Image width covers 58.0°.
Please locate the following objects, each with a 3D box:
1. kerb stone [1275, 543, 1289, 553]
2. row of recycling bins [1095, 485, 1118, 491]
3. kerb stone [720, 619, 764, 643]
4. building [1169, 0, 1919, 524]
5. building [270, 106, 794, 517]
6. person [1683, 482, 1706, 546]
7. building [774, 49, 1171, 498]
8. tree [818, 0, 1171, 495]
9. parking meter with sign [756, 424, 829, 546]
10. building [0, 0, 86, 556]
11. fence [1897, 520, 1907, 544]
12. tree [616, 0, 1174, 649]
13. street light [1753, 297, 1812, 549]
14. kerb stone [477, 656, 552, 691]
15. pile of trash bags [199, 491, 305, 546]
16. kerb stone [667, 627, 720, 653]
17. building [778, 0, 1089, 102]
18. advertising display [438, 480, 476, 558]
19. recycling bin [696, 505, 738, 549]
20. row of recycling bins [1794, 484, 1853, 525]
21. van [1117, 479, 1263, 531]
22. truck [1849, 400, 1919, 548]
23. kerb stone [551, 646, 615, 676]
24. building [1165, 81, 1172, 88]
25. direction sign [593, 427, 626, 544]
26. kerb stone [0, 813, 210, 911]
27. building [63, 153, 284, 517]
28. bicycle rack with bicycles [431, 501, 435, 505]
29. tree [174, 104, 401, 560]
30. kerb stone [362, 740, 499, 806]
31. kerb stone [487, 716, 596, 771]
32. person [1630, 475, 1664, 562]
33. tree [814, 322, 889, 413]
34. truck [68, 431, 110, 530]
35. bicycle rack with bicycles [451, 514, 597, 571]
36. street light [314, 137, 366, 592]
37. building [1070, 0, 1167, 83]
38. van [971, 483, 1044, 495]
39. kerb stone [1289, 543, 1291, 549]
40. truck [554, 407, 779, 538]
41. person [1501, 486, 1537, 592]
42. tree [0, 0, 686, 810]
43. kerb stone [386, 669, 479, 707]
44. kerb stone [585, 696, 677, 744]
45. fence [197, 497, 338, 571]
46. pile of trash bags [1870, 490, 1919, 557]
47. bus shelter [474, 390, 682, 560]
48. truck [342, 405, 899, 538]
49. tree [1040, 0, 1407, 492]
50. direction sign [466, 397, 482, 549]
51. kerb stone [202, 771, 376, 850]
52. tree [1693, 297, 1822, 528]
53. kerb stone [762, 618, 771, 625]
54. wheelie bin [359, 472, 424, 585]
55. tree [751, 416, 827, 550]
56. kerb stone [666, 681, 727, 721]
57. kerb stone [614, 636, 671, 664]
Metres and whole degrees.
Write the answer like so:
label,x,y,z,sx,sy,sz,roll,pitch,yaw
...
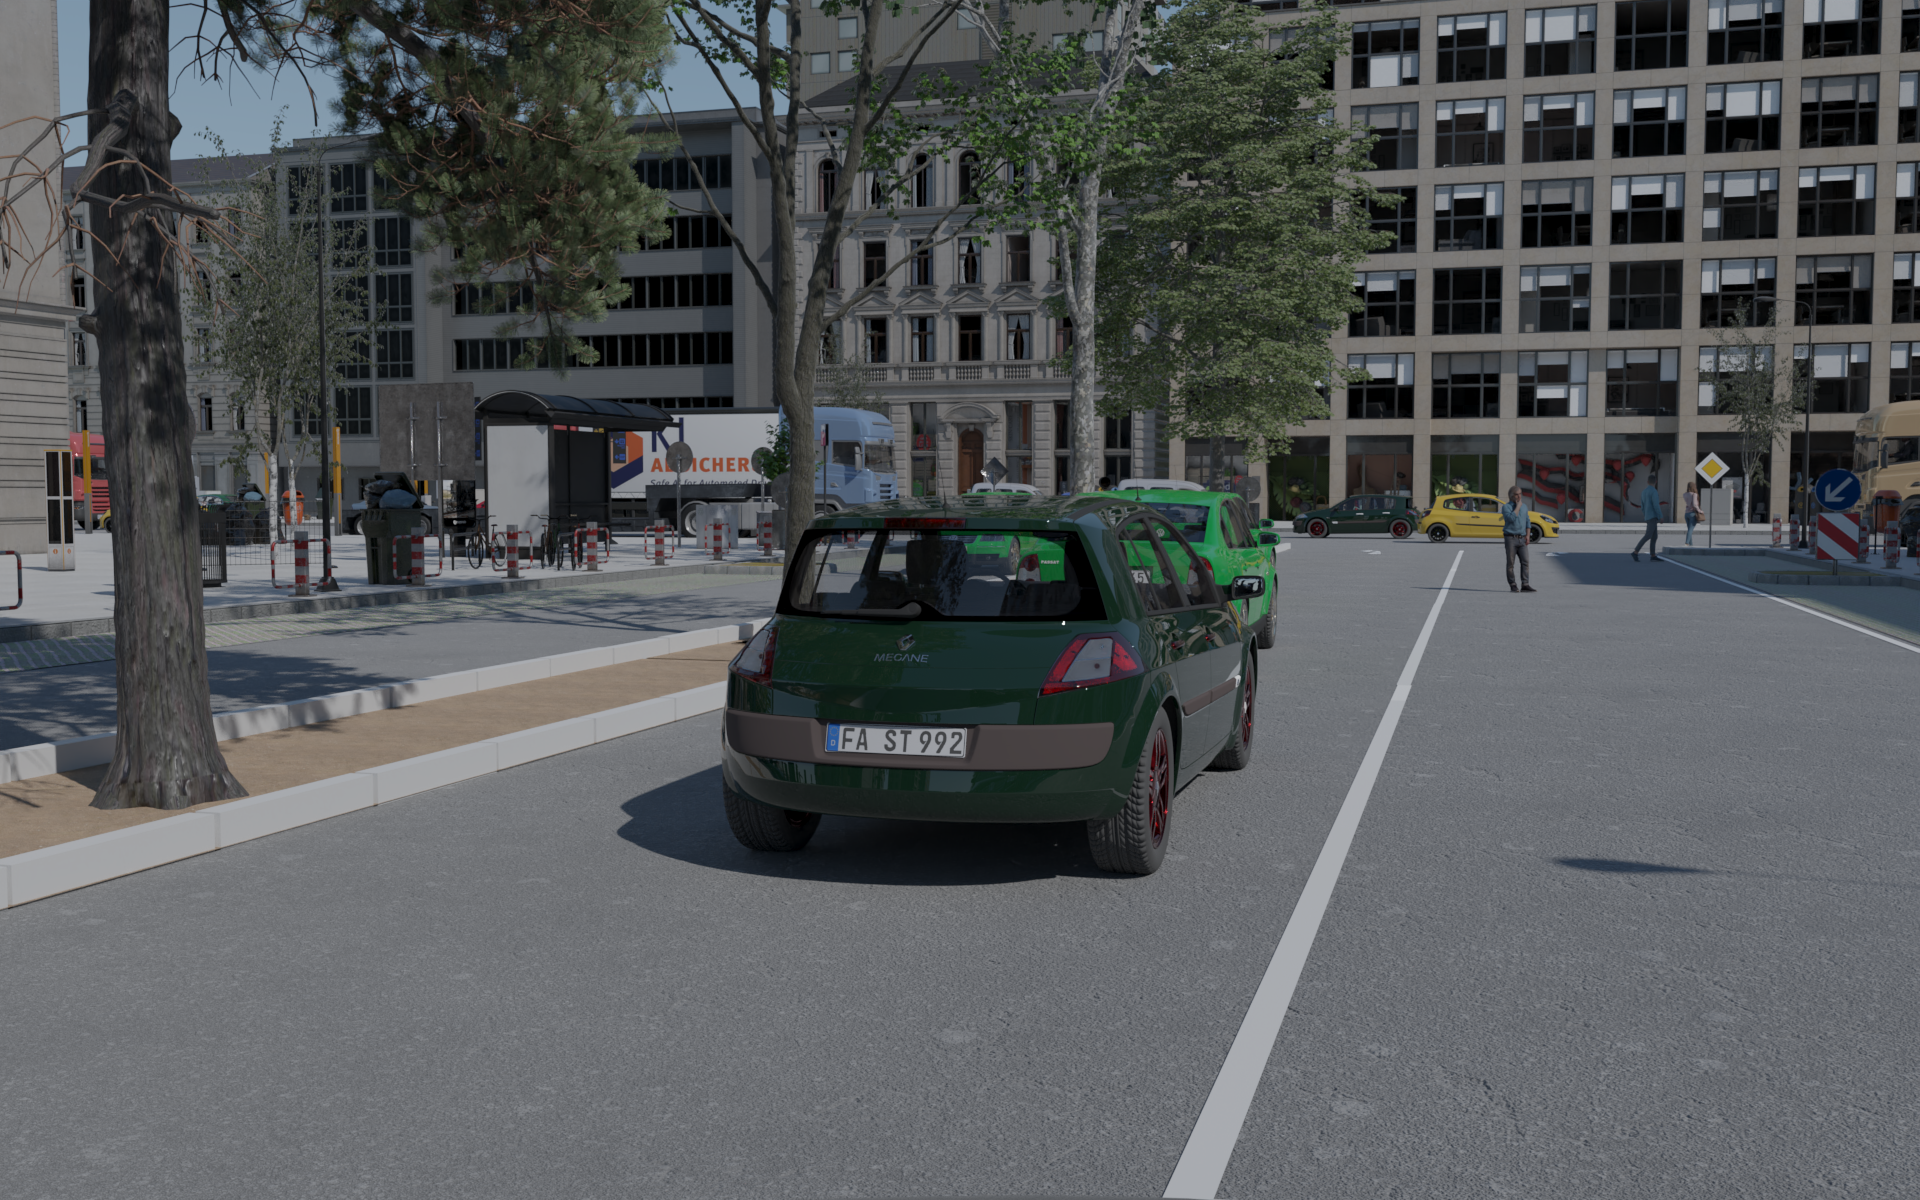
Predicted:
label,x,y,z,sx,sy,sz,roll,pitch,yaw
kerb stone,8.148,-1.324,43.843,0.120,0.150,1.000,1,4,17
row of recycling bins,7.347,-4.409,79.206,3.534,1.692,1.069,-1,4,-19
kerb stone,-2.203,0.326,16.962,0.120,0.150,1.000,1,4,17
building,28.876,-17.151,84.939,34.151,26.468,19.350,1,4,17
building,-22.273,-17.058,97.963,30.058,24.678,14.314,1,4,17
person,18.689,-2.154,44.303,0.643,1.750,0.593,-1,4,-20
building,1.842,-15.914,89.064,19.941,23.489,11.050,1,4,17
tree,0.947,-10.323,27.123,12.611,20.169,13.585,0,3,0
parking meter with sign,-4.146,-2.846,42.801,1.738,3.016,0.543,-1,4,-17
building,-30.257,-12.178,35.268,21.152,22.565,11.583,1,4,17
fence,22.053,-1.452,39.117,2.069,0.683,0.278,1,4,9
tree,-1.467,-5.361,15.869,9.928,11.665,9.643,0,3,0
street light,19.357,-4.173,40.778,1.470,5.913,1.316,1,4,17
kerb stone,-3.396,0.563,13.022,0.120,0.150,1.000,1,4,17
pile of trash bags,-18.174,-2.128,44.550,1.912,1.369,3.447,1,4,21
kerb stone,-2.507,0.380,15.983,0.120,0.150,1.000,1,4,17
building,-3.235,-36.388,184.175,27.495,52.752,28.713,1,4,17
advertising display,-10.221,-1.835,35.210,0.123,1.923,0.974,2,4,26
recycling bin,-5.679,-1.710,40.508,0.722,1.027,0.722,2,4,35
row of recycling bins,35.036,-3.845,69.986,1.069,1.692,3.534,0,4,-7
van,6.339,-2.515,48.132,4.112,2.044,2.013,1,4,15
truck,28.436,-3.390,44.341,11.283,4.237,2.839,1,4,16
kerb stone,-3.103,0.502,14.006,0.120,0.150,1.000,1,4,17
building,18.649,-32.699,184.737,14.200,45.320,14.600,1,4,17
direction sign,-8.955,-3.199,44.297,0.876,3.537,0.379,-2,4,-31
kerb stone,-3.193,0.962,6.488,0.120,0.150,1.000,1,4,17
building,-46.121,-15.507,102.683,18.267,20.994,9.793,1,4,17
bicycle rack with bicycles,-24.073,-4.224,82.442,2.925,0.926,2.852,3,5,44
tree,-13.296,-5.098,33.713,4.360,8.622,3.978,0,3,0
kerb stone,-2.588,0.841,8.454,0.120,0.150,1.000,1,4,17
kerb stone,-2.295,0.780,9.437,0.120,0.150,1.000,1,4,17
person,14.549,-1.730,36.653,0.748,1.841,0.638,1,4,8
tree,-4.759,-7.495,72.903,4.360,8.622,3.978,0,3,0
truck,-38.591,-4.937,69.639,11.283,4.237,2.839,1,4,16
bicycle rack with bicycles,-7.513,-1.021,30.083,2.852,0.926,2.925,0,3,0
street light,-7.820,-3.055,22.498,1.470,5.913,1.316,1,4,17
building,3.150,-34.568,154.425,28.713,52.752,27.495,1,4,17
van,2.413,-3.463,63.626,4.112,2.044,2.013,1,4,17
kerb stone,8.443,-1.385,44.842,0.120,0.150,1.000,1,4,17
truck,-10.187,-4.230,58.077,11.283,4.237,2.839,1,4,16
person,8.132,-0.888,25.231,0.499,1.552,0.429,0,4,8
tree,-3.782,-5.091,7.754,6.751,12.117,7.091,0,3,0
kerb stone,-3.692,0.621,12.036,0.120,0.150,1.000,1,4,17
kerb stone,-1.997,0.722,10.421,0.120,0.150,1.000,1,4,17
fence,-11.855,-1.122,29.555,2.264,1.192,0.480,-2,4,-30
pile of trash bags,20.066,-1.575,35.506,1.912,1.369,3.447,-1,4,-16
bus shelter,-7.959,-2.596,36.362,2.014,3.302,5.546,1,4,17
truck,-10.413,-3.891,53.378,18.799,4.110,2.967,1,4,17
tree,5.458,-7.112,36.859,7.486,12.596,7.792,0,3,0
direction sign,-11.446,-2.972,40.585,0.876,3.537,0.379,3,5,44
kerb stone,-2.889,0.901,7.468,0.120,0.150,1.000,1,4,17
tree,29.944,-7.023,65.182,4.360,8.622,3.978,0,3,0
kerb stone,-1.905,0.259,17.955,0.120,0.150,1.000,1,4,17
wheelie bin,-8.070,-1.022,24.614,0.980,1.594,0.693,2,4,32
tree,-3.883,-2.765,39.810,1.663,3.219,1.824,0,3,0
kerb stone,-1.698,0.660,11.401,0.120,0.150,1.000,1,4,17
kerb stone,-2.803,0.447,14.986,0.120,0.150,1.000,1,4,17
